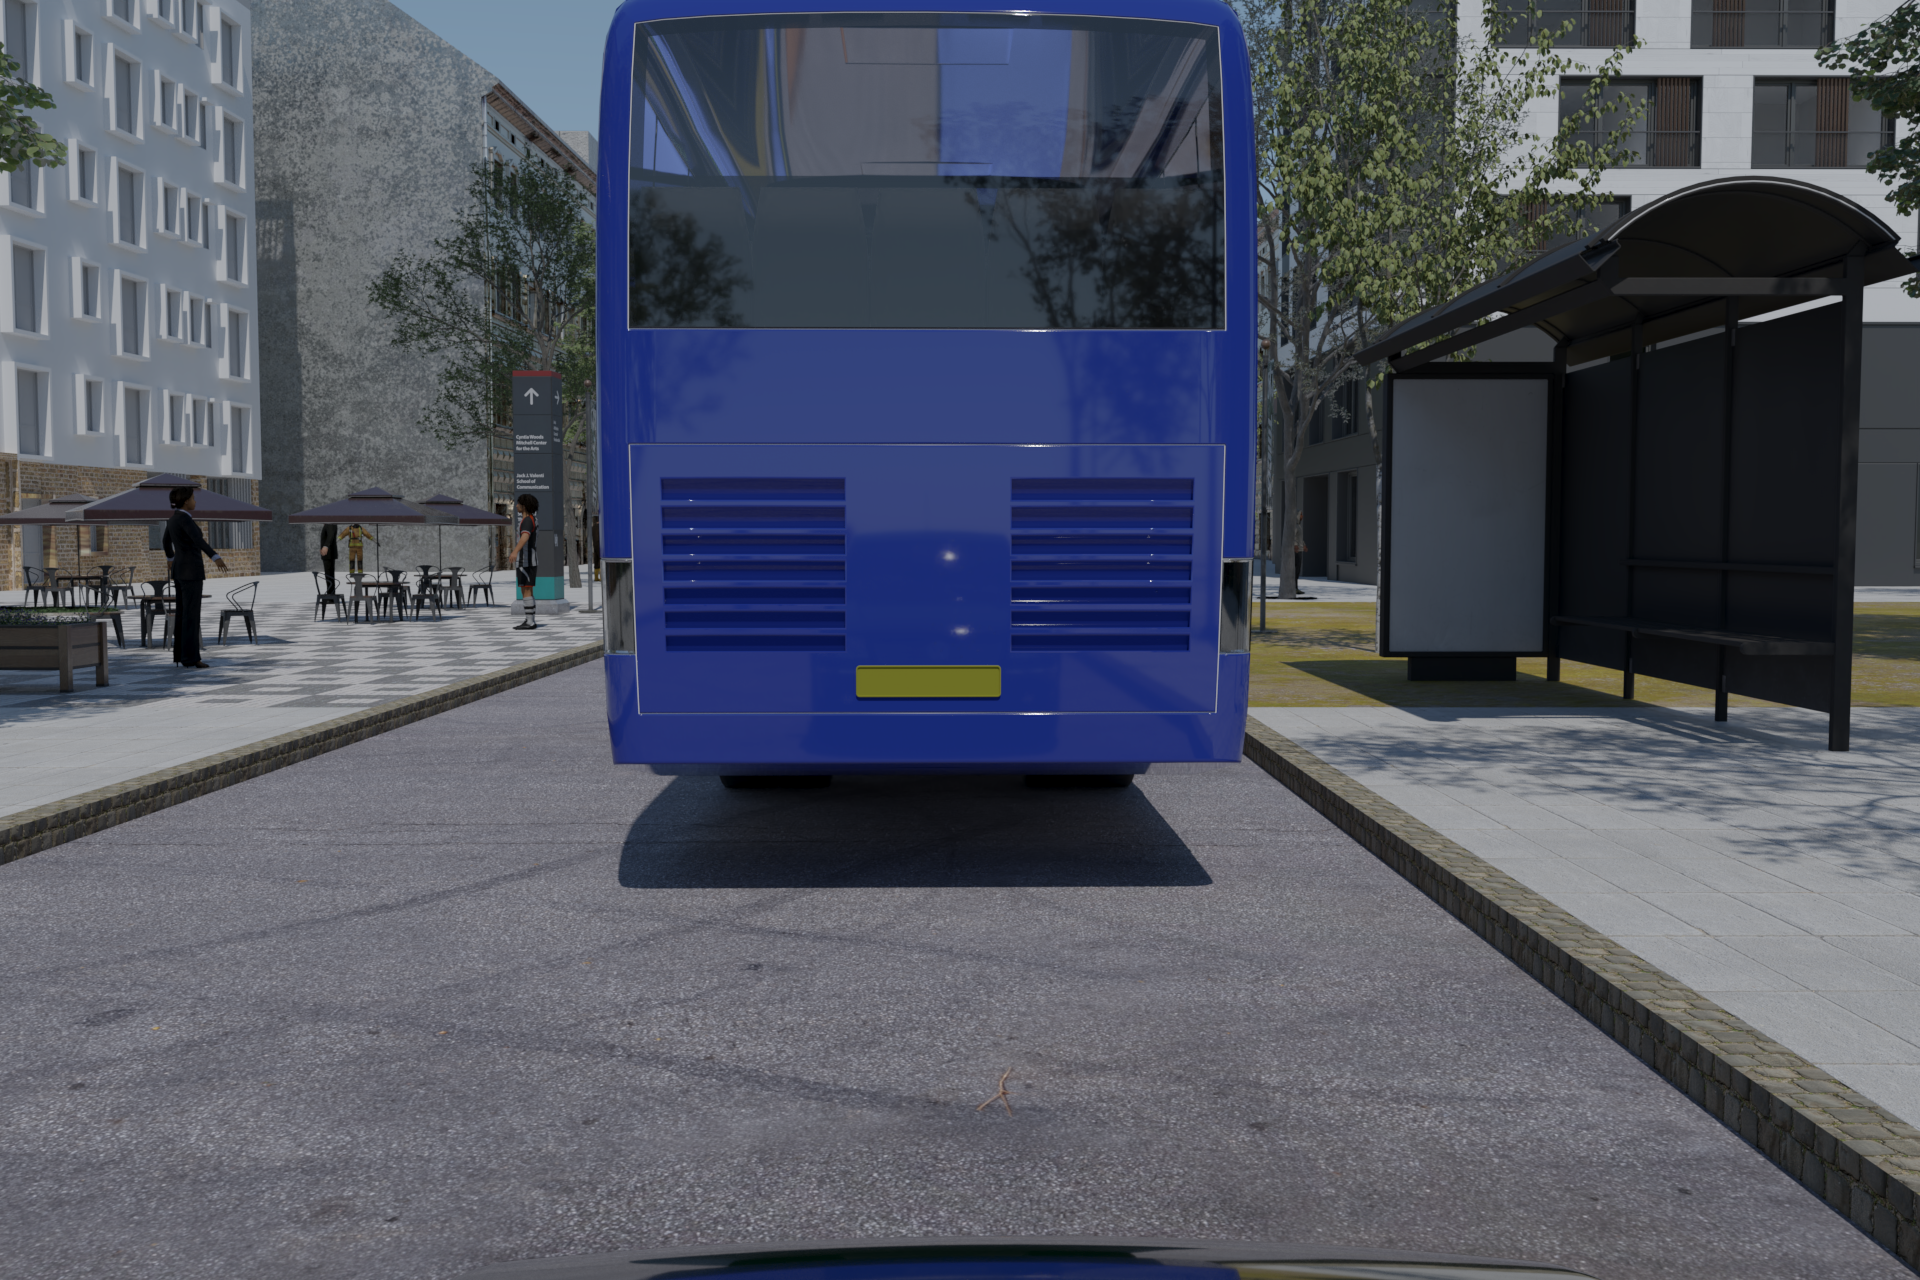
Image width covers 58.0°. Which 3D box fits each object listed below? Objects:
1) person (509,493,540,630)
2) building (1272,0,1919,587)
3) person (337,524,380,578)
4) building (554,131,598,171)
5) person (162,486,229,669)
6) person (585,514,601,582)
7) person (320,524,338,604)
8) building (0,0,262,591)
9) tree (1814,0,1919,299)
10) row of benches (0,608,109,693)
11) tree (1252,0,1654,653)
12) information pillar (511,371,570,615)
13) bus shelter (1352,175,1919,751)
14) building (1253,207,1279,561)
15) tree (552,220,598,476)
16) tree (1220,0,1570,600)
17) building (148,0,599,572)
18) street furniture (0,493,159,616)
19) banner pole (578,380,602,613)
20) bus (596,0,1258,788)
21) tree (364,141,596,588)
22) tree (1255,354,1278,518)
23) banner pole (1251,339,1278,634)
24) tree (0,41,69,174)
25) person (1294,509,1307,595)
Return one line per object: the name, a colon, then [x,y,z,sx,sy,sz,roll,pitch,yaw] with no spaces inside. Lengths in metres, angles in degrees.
person: [-5.843,-1.047,23.257,0.704,1.843,1.345,0,4,-6]
building: [24.113,-13.083,57.888,27.936,21.610,32.646,0,4,0]
person: [-17.743,-2.759,50.874,1.354,1.858,0.705,-2,4,-29]
building: [-24.803,-13.793,91.977,16.747,18.905,31.486,0,4,-1]
person: [-7.355,-0.607,16.648,1.216,1.740,0.721,3,5,44]
person: [-9.673,-2.475,46.600,1.346,1.812,0.704,3,4,38]
person: [-11.578,-1.560,31.695,0.705,1.806,1.347,-1,4,-21]
building: [-26.319,-11.203,39.594,16.016,20.090,11.380,0,4,0]
tree: [13.199,-6.712,16.396,9.857,13.997,8.962,0,3,0]
row of benches: [-9.246,0.068,14.350,4.104,0.672,1.422,0,4,2]
tree: [4.667,-4.152,18.248,4.737,8.622,4.395,0,3,0]
information pillar: [-6.754,-2.349,27.786,0.750,3.857,0.750,0,4,2]
bus shelter: [4.474,-1.141,12.576,2.014,3.302,5.546,0,4,0]
building: [24.210,-15.665,87.054,19.493,23.208,18.063,0,4,0]
tree: [-8.945,-8.271,53.365,7.486,12.596,7.792,0,3,0]
tree: [6.521,-7.533,33.542,12.009,13.543,11.850,0,3,0]
building: [-24.959,-14.431,66.871,19.493,23.208,18.063,0,4,1]
street furniture: [-26.605,-1.092,22.883,27.439,1.986,14.083,0,4,-7]
banner pole: [-6.039,-2.351,28.458,0.401,3.779,0.863,0,4,1]
bus: [-0.245,-1.288,12.610,2.896,3.916,12.251,0,4,-1]
tree: [-9.390,-6.531,41.192,7.601,10.594,8.767,3,5,43]
tree: [6.837,-6.027,48.902,4.737,8.622,4.395,0,3,0]
banner pole: [3.930,-1.965,22.150,0.401,3.779,0.863,0,4,0]
tree: [-8.759,-5.539,8.684,7.486,12.596,7.792,0,3,0]
person: [7.187,-1.880,36.863,0.705,1.813,1.348,1,4,19]
